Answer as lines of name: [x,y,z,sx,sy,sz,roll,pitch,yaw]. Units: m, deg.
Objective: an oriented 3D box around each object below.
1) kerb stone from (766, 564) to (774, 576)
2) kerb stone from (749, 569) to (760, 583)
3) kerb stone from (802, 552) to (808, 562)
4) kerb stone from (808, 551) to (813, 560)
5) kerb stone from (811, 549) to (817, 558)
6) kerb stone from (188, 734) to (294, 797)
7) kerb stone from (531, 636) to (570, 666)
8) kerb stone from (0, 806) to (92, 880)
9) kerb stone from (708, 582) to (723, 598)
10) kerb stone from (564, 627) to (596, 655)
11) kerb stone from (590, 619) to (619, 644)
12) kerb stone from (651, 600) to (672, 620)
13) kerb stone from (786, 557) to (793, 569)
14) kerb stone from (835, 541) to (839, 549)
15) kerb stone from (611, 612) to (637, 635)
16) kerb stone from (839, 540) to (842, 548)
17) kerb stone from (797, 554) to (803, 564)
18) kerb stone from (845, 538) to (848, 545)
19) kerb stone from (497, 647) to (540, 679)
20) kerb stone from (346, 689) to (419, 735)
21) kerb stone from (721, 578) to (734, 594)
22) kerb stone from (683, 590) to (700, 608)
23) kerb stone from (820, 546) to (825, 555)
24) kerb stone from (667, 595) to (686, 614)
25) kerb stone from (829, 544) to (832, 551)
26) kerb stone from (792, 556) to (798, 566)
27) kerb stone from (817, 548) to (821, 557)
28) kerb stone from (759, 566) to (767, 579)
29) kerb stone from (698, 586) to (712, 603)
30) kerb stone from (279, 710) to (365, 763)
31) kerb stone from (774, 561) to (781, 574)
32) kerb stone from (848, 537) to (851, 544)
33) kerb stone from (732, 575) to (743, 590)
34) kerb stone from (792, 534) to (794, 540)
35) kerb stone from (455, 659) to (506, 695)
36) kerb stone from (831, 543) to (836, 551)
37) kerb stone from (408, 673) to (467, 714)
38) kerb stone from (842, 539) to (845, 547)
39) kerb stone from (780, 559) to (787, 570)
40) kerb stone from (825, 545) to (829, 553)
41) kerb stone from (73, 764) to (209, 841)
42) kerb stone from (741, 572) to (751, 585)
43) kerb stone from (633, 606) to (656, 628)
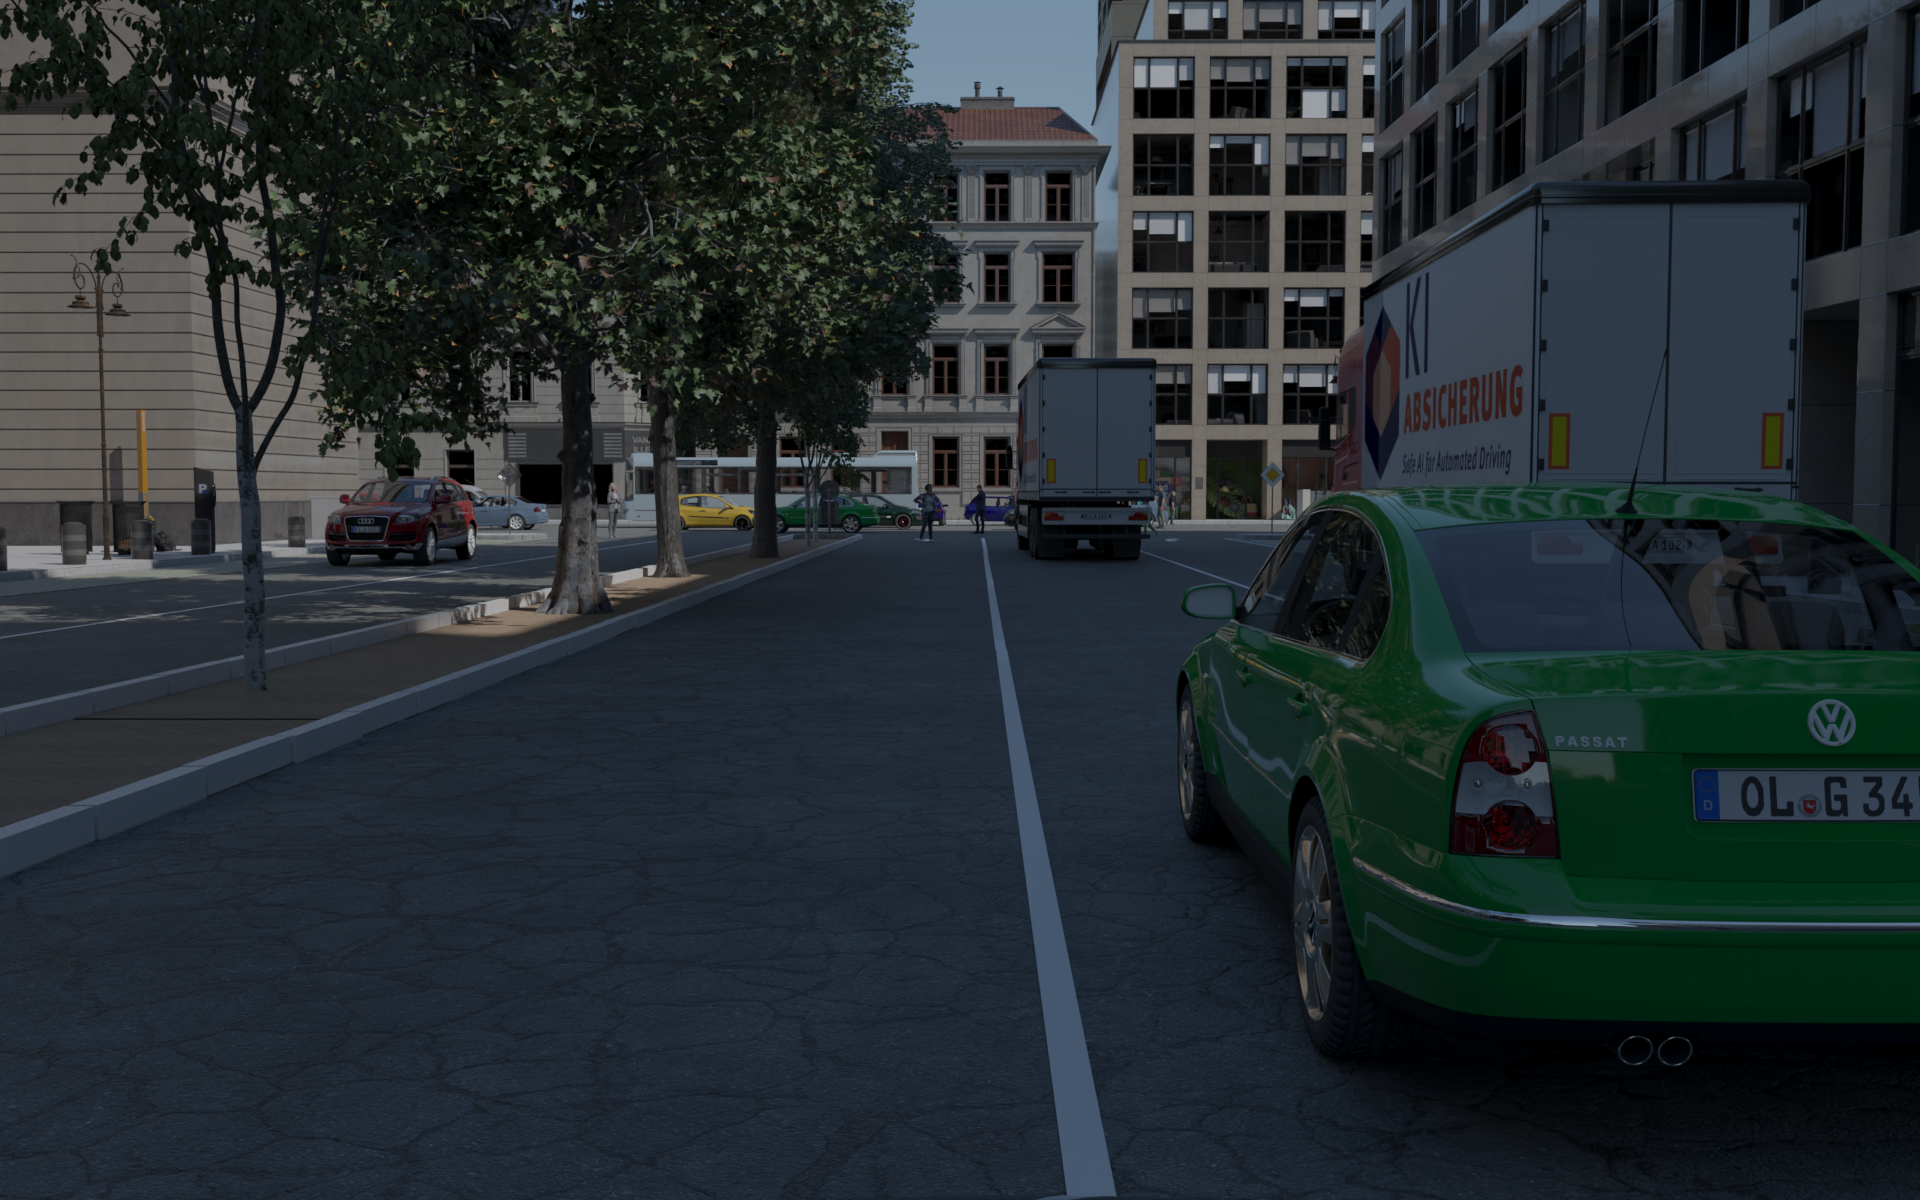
kerb stone: [-3.409,-0.491,30.291,0.120,0.150,1.000,0,4,1]
kerb stone: [-3.432,-0.369,28.235,0.120,0.150,1.000,0,4,1]
kerb stone: [-3.353,-0.868,36.464,0.120,0.150,1.000,0,4,1]
kerb stone: [-3.346,-0.935,37.489,0.120,0.150,1.000,0,4,1]
kerb stone: [-3.335,-0.994,38.526,0.120,0.150,1.000,0,4,1]
kerb stone: [-3.611,0.826,8.683,0.120,0.150,1.000,0,4,1]
kerb stone: [-3.549,0.449,14.856,0.120,0.150,1.000,0,4,1]
kerb stone: [-3.624,0.952,6.623,0.120,0.150,1.000,0,4,1]
kerb stone: [-3.472,-0.118,24.123,0.120,0.150,1.000,0,4,1]
kerb stone: [-3.533,0.388,15.887,0.120,0.150,1.000,0,4,1]
kerb stone: [-3.524,0.323,16.918,0.120,0.150,1.000,0,4,1]
kerb stone: [-3.506,0.138,20.008,0.120,0.150,1.000,0,4,1]
kerb stone: [-3.377,-0.682,33.385,0.120,0.150,1.000,0,4,1]
kerb stone: [-3.280,-1.377,44.711,0.120,0.150,1.000,0,4,1]
kerb stone: [-3.531,0.260,17.946,0.120,0.150,1.000,0,4,1]
kerb stone: [-3.269,-1.433,45.737,0.120,0.150,1.000,0,4,1]
kerb stone: [-3.368,-0.810,35.436,0.120,0.150,1.000,0,4,1]
kerb stone: [-3.254,-1.564,47.789,0.120,0.150,1.000,0,4,1]
kerb stone: [-3.562,0.516,13.827,0.120,0.150,1.000,0,4,1]
kerb stone: [-3.591,0.701,10.735,0.120,0.150,1.000,0,4,1]
kerb stone: [-3.456,-0.180,25.149,0.120,0.150,1.000,0,4,1]
kerb stone: [-3.483,0.008,22.063,0.120,0.150,1.000,0,4,1]
kerb stone: [-3.316,-1.125,40.587,0.120,0.150,1.000,0,4,1]
kerb stone: [-3.501,0.071,21.034,0.120,0.150,1.000,0,4,1]
kerb stone: [-3.307,-1.250,42.650,0.120,0.150,1.000,0,4,1]
kerb stone: [-3.376,-0.747,34.410,0.120,0.150,1.000,0,4,1]
kerb stone: [-3.328,-1.057,39.552,0.120,0.150,1.000,0,4,1]
kerb stone: [-3.421,-0.432,29.265,0.120,0.150,1.000,0,4,1]
kerb stone: [-3.471,-0.050,23.089,0.120,0.150,1.000,0,4,1]
kerb stone: [-3.587,0.765,9.709,0.120,0.150,1.000,0,4,1]
kerb stone: [-3.395,-0.558,31.324,0.120,0.150,1.000,0,4,1]
kerb stone: [-3.251,-1.624,48.822,0.120,0.150,1.000,0,4,1]
kerb stone: [-3.439,-0.240,26.183,0.120,0.150,1.000,0,4,1]
kerb stone: [-5.304,-1.940,53.940,0.120,0.150,1.000,0,4,1]
kerb stone: [-3.569,0.575,12.791,0.120,0.150,1.000,0,4,1]
kerb stone: [-3.293,-1.308,43.678,0.120,0.150,1.000,0,4,1]
kerb stone: [-3.576,0.638,11.763,0.120,0.150,1.000,0,4,1]
kerb stone: [-3.268,-1.503,46.762,0.120,0.150,1.000,0,4,1]
kerb stone: [-3.391,-0.618,32.359,0.120,0.150,1.000,0,4,1]
kerb stone: [-3.308,-1.188,41.624,0.120,0.150,1.000,0,4,1]
kerb stone: [-3.612,0.890,7.653,0.120,0.150,1.000,0,4,1]
kerb stone: [-3.442,-0.307,27.209,0.120,0.150,1.000,0,4,1]
kerb stone: [-3.510,0.197,18.972,0.120,0.150,1.000,0,4,1]
